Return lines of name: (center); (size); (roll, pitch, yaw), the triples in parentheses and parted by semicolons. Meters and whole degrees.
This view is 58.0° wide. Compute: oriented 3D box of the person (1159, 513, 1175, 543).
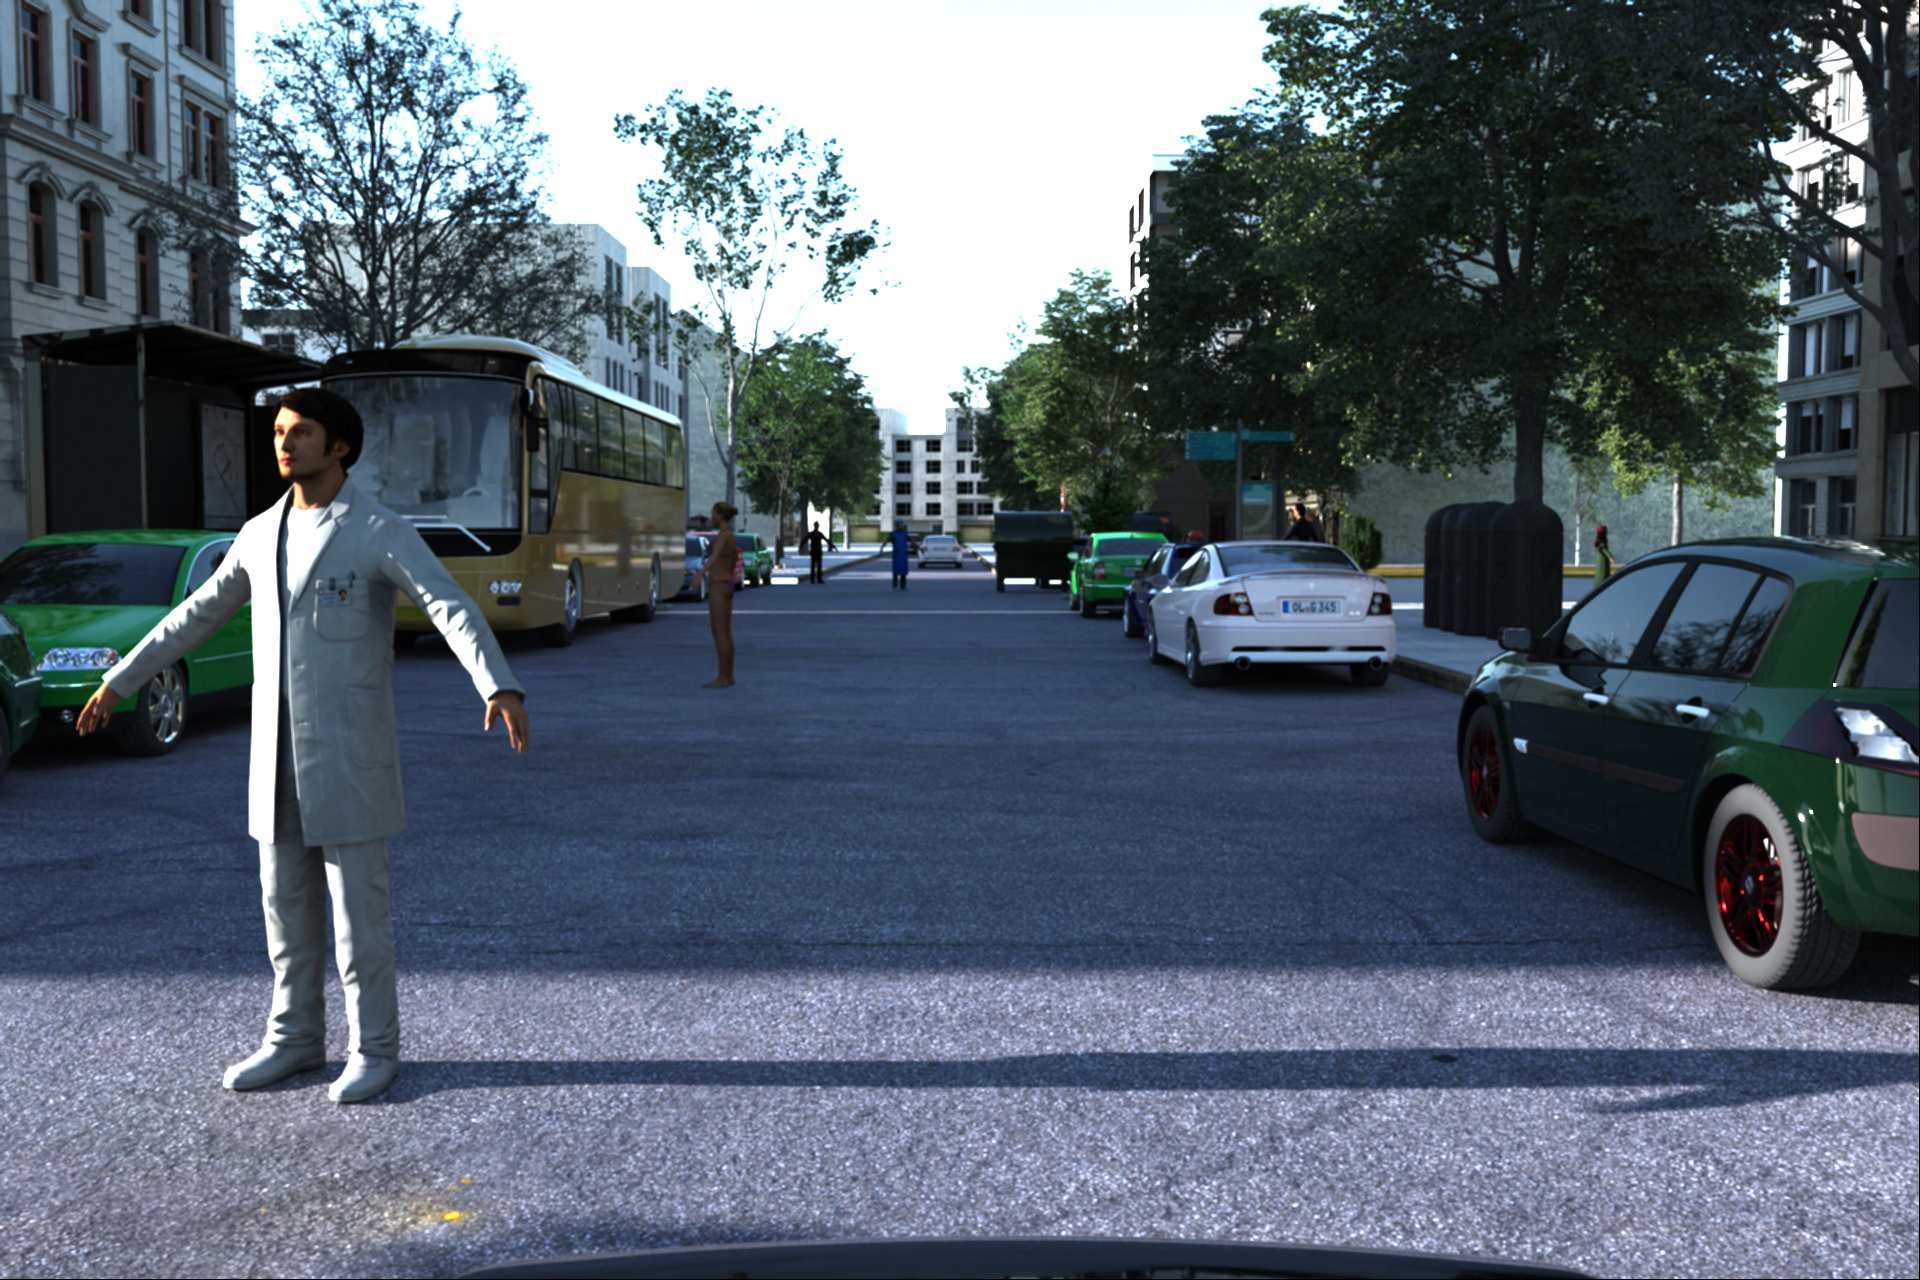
person: (4.695, -2.053, 40.054); (0.568, 1.767, 0.683); (-1, 4, -11)

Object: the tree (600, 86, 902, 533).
tree: (-8.798, -13.214, 71.938); (12.611, 20.169, 13.585); (0, 3, 0)

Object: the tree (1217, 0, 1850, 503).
tree: (9.463, -7.477, 28.897); (9.857, 13.997, 8.962); (0, 3, 0)

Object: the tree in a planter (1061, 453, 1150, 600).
tree in a planter: (3.226, -2.490, 37.930); (1.991, 3.239, 1.994); (0, 4, -1)

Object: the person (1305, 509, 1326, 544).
person: (6.569, -1.604, 32.829); (0.990, 1.755, 0.434); (-2, 4, -28)

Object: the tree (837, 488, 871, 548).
tree: (-10.169, -12.597, 156.320); (4.737, 8.622, 4.395); (0, 3, 0)

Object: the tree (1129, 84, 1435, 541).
tree: (9.248, -8.749, 49.705); (9.857, 13.997, 8.962); (0, 3, 0)

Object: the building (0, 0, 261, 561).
building: (-28.308, -15.579, 42.106); (14.401, 28.519, 23.554); (0, 4, 0)

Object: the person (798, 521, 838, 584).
person: (-4.152, -2.542, 50.239); (1.346, 1.802, 0.704); (-3, 4, -36)

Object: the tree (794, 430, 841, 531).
tree: (-9.361, -10.035, 114.433); (4.360, 8.622, 3.978); (0, 3, 0)

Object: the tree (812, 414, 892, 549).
tree: (-9.517, -13.860, 144.740); (7.486, 12.596, 7.792); (0, 3, 0)

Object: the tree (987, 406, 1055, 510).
tree: (5.670, -13.286, 135.345); (7.486, 12.596, 7.792); (0, 3, 0)

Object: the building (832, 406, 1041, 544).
building: (-1.193, -23.114, 246.823); (31.486, 18.905, 16.747); (0, 4, 6)

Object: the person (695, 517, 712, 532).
person: (-7.604, -2.743, 51.113); (0.705, 1.796, 1.348); (3, 5, 40)

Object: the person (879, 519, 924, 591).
person: (-1.517, -2.168, 44.028); (1.347, 1.817, 0.704); (-2, 4, -35)

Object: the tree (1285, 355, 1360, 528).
tree: (13.357, -6.951, 64.008); (4.737, 8.622, 4.395); (0, 3, 0)

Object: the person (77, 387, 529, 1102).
person: (-1.671, 0.254, 4.488); (1.347, 1.806, 0.705); (1, 4, 18)

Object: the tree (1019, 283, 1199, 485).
tree: (5.838, -7.914, 63.808); (7.601, 10.594, 8.767); (-1, 4, -15)

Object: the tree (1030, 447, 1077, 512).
tree: (6.132, -9.822, 110.956); (4.737, 8.622, 4.395); (0, 3, 0)

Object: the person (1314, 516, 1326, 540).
person: (10.184, -2.658, 49.606); (0.704, 1.811, 1.347); (-1, 4, -16)

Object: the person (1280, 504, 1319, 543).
person: (6.043, -1.521, 30.911); (1.345, 1.823, 0.704); (-3, 5, -41)

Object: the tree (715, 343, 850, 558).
tree: (-9.525, -10.243, 93.228); (9.928, 11.665, 9.643); (0, 3, 0)

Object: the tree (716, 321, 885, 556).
tree: (-9.381, -12.013, 103.062); (9.857, 13.997, 8.962); (0, 3, 0)

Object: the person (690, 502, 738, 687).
person: (-2.318, -0.431, 16.311); (0.721, 1.733, 1.217); (0, 4, 7)

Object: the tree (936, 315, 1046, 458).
tree: (4.288, -18.142, 152.507); (12.611, 20.169, 13.585); (0, 3, 0)

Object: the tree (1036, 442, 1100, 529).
tree: (6.222, -9.471, 105.217); (4.737, 8.622, 4.395); (0, 3, 0)

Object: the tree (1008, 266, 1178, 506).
tree: (5.479, -9.549, 74.246); (7.486, 12.596, 7.792); (0, 3, 0)

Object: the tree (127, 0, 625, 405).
tree: (-12.469, -7.786, 37.673); (12.009, 13.543, 11.850); (0, 3, 0)

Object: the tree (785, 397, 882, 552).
tree: (-9.274, -12.230, 125.722); (9.928, 11.665, 9.643); (0, 3, 0)

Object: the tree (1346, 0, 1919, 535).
tree: (8.762, -6.431, 15.511); (12.009, 13.543, 11.850); (0, 3, 0)

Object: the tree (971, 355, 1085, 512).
tree: (5.187, -13.195, 122.394); (9.857, 13.997, 8.962); (0, 3, 0)

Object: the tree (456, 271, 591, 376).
tree: (-12.534, -6.038, 49.082); (4.737, 8.622, 4.395); (0, 3, 0)

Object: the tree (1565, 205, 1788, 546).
tree: (24.700, -8.703, 60.428); (7.486, 12.596, 7.792); (0, 3, 0)

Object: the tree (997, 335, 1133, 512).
tree: (5.519, -10.011, 89.429); (9.928, 11.665, 9.643); (0, 3, 0)

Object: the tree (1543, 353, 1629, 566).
tree: (24.502, -7.261, 69.087); (4.360, 8.622, 3.978); (0, 3, 0)

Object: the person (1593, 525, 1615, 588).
person: (11.512, -1.326, 30.890); (0.599, 1.438, 0.989); (0, 4, 7)
